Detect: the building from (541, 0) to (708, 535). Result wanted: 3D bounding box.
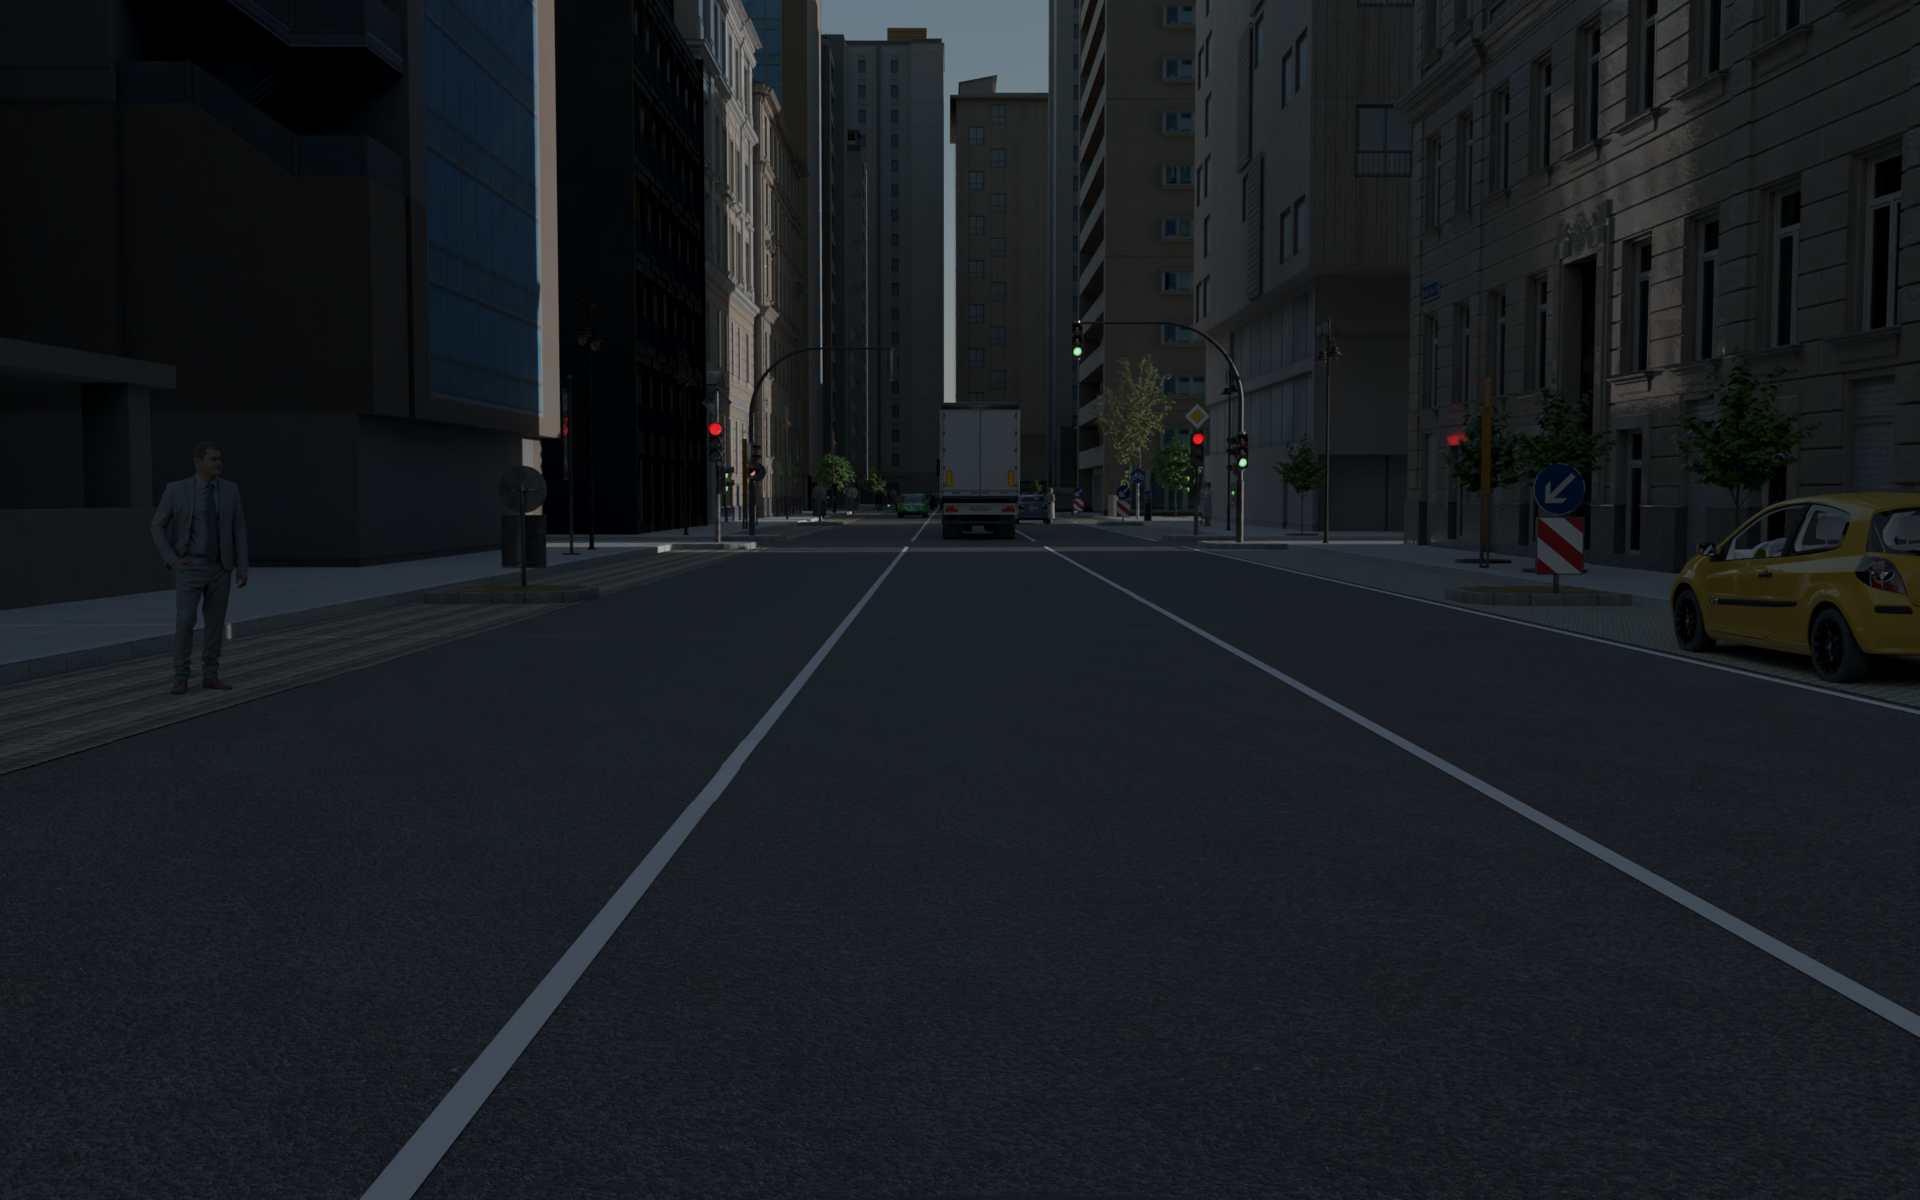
[{"bbox_3d":[-16.340,-14.186,61.612,12.332,23.373,15.834,0,4,0],"label":"building"}]

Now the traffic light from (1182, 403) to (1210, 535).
[{"bbox_3d":[7.325,-3.966,53.759,0.839,4.253,0.868,0,4,0],"label":"traffic light"}]

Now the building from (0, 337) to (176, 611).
[{"bbox_3d":[-26.646,-19.867,16.708,32.217,40.220,23.993,0,4,0],"label":"building"}]

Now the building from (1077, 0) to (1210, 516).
[{"bbox_3d":[18.953,-29.727,109.743,21.300,48.544,21.600,0,4,0],"label":"building"}]

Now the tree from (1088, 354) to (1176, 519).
[{"bbox_3d":[9.049,-8.560,90.316,4.737,8.622,4.395,0,3,0],"label":"tree"}]

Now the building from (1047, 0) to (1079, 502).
[{"bbox_3d":[20.059,-39.541,188.498,21.231,58.520,28.212,0,4,0],"label":"building"}]

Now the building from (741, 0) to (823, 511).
[{"bbox_3d":[-18.202,-29.674,135.277,14.600,45.320,14.200,0,4,0],"label":"building"}]

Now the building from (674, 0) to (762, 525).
[{"bbox_3d":[-16.855,-18.009,80.354,13.634,28.700,20.117,0,4,0],"label":"building"}]

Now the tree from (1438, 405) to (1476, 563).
[{"bbox_3d":[9.665,-2.306,32.310,1.663,3.219,1.824,0,3,0],"label":"tree"}]

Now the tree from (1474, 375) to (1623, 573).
[{"bbox_3d":[9.703,-2.069,28.424,1.663,3.219,1.824,0,3,0],"label":"tree"}]

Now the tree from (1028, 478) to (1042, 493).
[{"bbox_3d":[8.993,-12.915,205.756,1.663,3.219,1.824,0,3,0],"label":"tree"}]

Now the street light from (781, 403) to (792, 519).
[{"bbox_3d":[-8.780,-7.035,87.809,0.468,5.910,1.993,0,4,0],"label":"street light"}]

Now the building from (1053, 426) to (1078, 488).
[{"bbox_3d":[20.710,-51.653,157.202,22.319,86.520,31.000,0,4,0],"label":"building"}]

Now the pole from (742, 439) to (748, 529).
[{"bbox_3d":[-7.933,-4.283,63.873,0.158,3.312,0.155,0,3,0],"label":"pole"}]

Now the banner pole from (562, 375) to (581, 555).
[{"bbox_3d":[-8.234,-2.835,36.366,0.401,3.779,0.863,0,4,1],"label":"banner pole"}]

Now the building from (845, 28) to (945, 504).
[{"bbox_3d":[-16.063,-41.643,222.858,28.212,58.520,21.231,0,4,0],"label":"building"}]

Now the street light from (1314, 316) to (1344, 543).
[{"bbox_3d":[9.552,-4.419,45.043,0.468,5.910,1.993,0,4,0],"label":"street light"}]

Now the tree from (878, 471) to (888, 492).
[{"bbox_3d":[-10.296,-13.625,206.487,4.285,4.588,4.351,0,3,0],"label":"tree"}]

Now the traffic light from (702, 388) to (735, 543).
[{"bbox_3d":[-6.386,-3.471,45.673,0.839,4.253,0.868,0,4,0],"label":"traffic light"}]

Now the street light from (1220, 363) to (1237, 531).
[{"bbox_3d":[9.436,-5.377,60.695,0.468,5.910,1.993,0,4,0],"label":"street light"}]

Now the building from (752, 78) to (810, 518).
[{"bbox_3d":[-16.089,-18.698,102.970,12.463,27.353,25.104,0,4,0],"label":"building"}]

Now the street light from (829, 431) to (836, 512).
[{"bbox_3d":[-8.914,-9.110,121.729,0.468,5.910,1.993,0,4,0],"label":"street light"}]

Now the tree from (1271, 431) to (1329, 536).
[{"bbox_3d":[10.711,-3.607,53.576,1.663,3.219,1.824,0,3,0],"label":"tree"}]

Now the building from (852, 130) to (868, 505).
[{"bbox_3d":[-17.593,-31.357,196.282,14.086,41.232,14.154,0,4,0],"label":"building"}]

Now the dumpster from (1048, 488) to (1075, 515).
[{"bbox_3d":[6.761,-6.535,115.066,1.865,1.857,1.264,0,4,0],"label":"dumpster"}]

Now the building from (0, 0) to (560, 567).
[{"bbox_3d":[-17.236,-23.598,35.943,14.200,45.320,14.600,0,4,0],"label":"building"}]

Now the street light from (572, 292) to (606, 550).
[{"bbox_3d":[-8.495,-4.097,39.773,0.468,5.910,1.993,0,4,0],"label":"street light"}]

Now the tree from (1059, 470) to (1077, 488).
[{"bbox_3d":[9.016,-8.771,138.006,1.663,3.219,1.824,0,3,0],"label":"tree"}]

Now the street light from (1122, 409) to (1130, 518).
[{"bbox_3d":[9.120,-7.451,94.614,0.468,5.910,1.993,0,4,0],"label":"street light"}]

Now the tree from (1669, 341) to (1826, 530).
[{"bbox_3d":[9.880,-1.683,22.116,1.663,3.219,1.824,0,3,0],"label":"tree"}]

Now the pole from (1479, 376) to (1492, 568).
[{"bbox_3d":[9.101,-2.210,29.979,0.158,3.312,0.155,0,3,0],"label":"pole"}]

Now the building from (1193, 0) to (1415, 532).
[{"bbox_3d":[24.190,-29.317,68.575,27.495,52.752,28.713,0,4,0],"label":"building"}]

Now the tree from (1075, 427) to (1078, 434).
[{"bbox_3d":[10.268,-10.659,124.638,4.360,8.622,3.978,0,3,0],"label":"tree"}]

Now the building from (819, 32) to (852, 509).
[{"bbox_3d":[-17.082,-28.497,149.525,14.154,41.232,14.086,0,4,0],"label":"building"}]

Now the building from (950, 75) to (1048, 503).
[{"bbox_3d":[12.426,-38.997,226.838,27.495,52.752,28.713,0,4,0],"label":"building"}]

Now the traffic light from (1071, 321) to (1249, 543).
[{"bbox_3d":[5.283,-4.340,45.620,4.771,5.953,1.251,0,4,0],"label":"traffic light"}]

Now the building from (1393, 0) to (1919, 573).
[{"bbox_3d":[17.127,-14.336,31.661,12.463,27.353,25.104,0,4,0],"label":"building"}]

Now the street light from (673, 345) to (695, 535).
[{"bbox_3d":[-8.555,-4.960,53.889,0.468,5.910,1.993,0,4,0],"label":"street light"}]

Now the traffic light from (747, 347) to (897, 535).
[{"bbox_3d":[-4.345,-4.834,53.706,4.771,5.953,1.251,0,4,0],"label":"traffic light"}]

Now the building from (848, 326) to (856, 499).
[{"bbox_3d":[-25.015,-20.005,172.128,27.650,21.520,28.899,0,4,0],"label":"building"}]

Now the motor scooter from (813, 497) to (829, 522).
[{"bbox_3d":[-6.990,-4.551,87.179,0.815,1.314,1.986,0,4,-1],"label":"motor scooter"}]
